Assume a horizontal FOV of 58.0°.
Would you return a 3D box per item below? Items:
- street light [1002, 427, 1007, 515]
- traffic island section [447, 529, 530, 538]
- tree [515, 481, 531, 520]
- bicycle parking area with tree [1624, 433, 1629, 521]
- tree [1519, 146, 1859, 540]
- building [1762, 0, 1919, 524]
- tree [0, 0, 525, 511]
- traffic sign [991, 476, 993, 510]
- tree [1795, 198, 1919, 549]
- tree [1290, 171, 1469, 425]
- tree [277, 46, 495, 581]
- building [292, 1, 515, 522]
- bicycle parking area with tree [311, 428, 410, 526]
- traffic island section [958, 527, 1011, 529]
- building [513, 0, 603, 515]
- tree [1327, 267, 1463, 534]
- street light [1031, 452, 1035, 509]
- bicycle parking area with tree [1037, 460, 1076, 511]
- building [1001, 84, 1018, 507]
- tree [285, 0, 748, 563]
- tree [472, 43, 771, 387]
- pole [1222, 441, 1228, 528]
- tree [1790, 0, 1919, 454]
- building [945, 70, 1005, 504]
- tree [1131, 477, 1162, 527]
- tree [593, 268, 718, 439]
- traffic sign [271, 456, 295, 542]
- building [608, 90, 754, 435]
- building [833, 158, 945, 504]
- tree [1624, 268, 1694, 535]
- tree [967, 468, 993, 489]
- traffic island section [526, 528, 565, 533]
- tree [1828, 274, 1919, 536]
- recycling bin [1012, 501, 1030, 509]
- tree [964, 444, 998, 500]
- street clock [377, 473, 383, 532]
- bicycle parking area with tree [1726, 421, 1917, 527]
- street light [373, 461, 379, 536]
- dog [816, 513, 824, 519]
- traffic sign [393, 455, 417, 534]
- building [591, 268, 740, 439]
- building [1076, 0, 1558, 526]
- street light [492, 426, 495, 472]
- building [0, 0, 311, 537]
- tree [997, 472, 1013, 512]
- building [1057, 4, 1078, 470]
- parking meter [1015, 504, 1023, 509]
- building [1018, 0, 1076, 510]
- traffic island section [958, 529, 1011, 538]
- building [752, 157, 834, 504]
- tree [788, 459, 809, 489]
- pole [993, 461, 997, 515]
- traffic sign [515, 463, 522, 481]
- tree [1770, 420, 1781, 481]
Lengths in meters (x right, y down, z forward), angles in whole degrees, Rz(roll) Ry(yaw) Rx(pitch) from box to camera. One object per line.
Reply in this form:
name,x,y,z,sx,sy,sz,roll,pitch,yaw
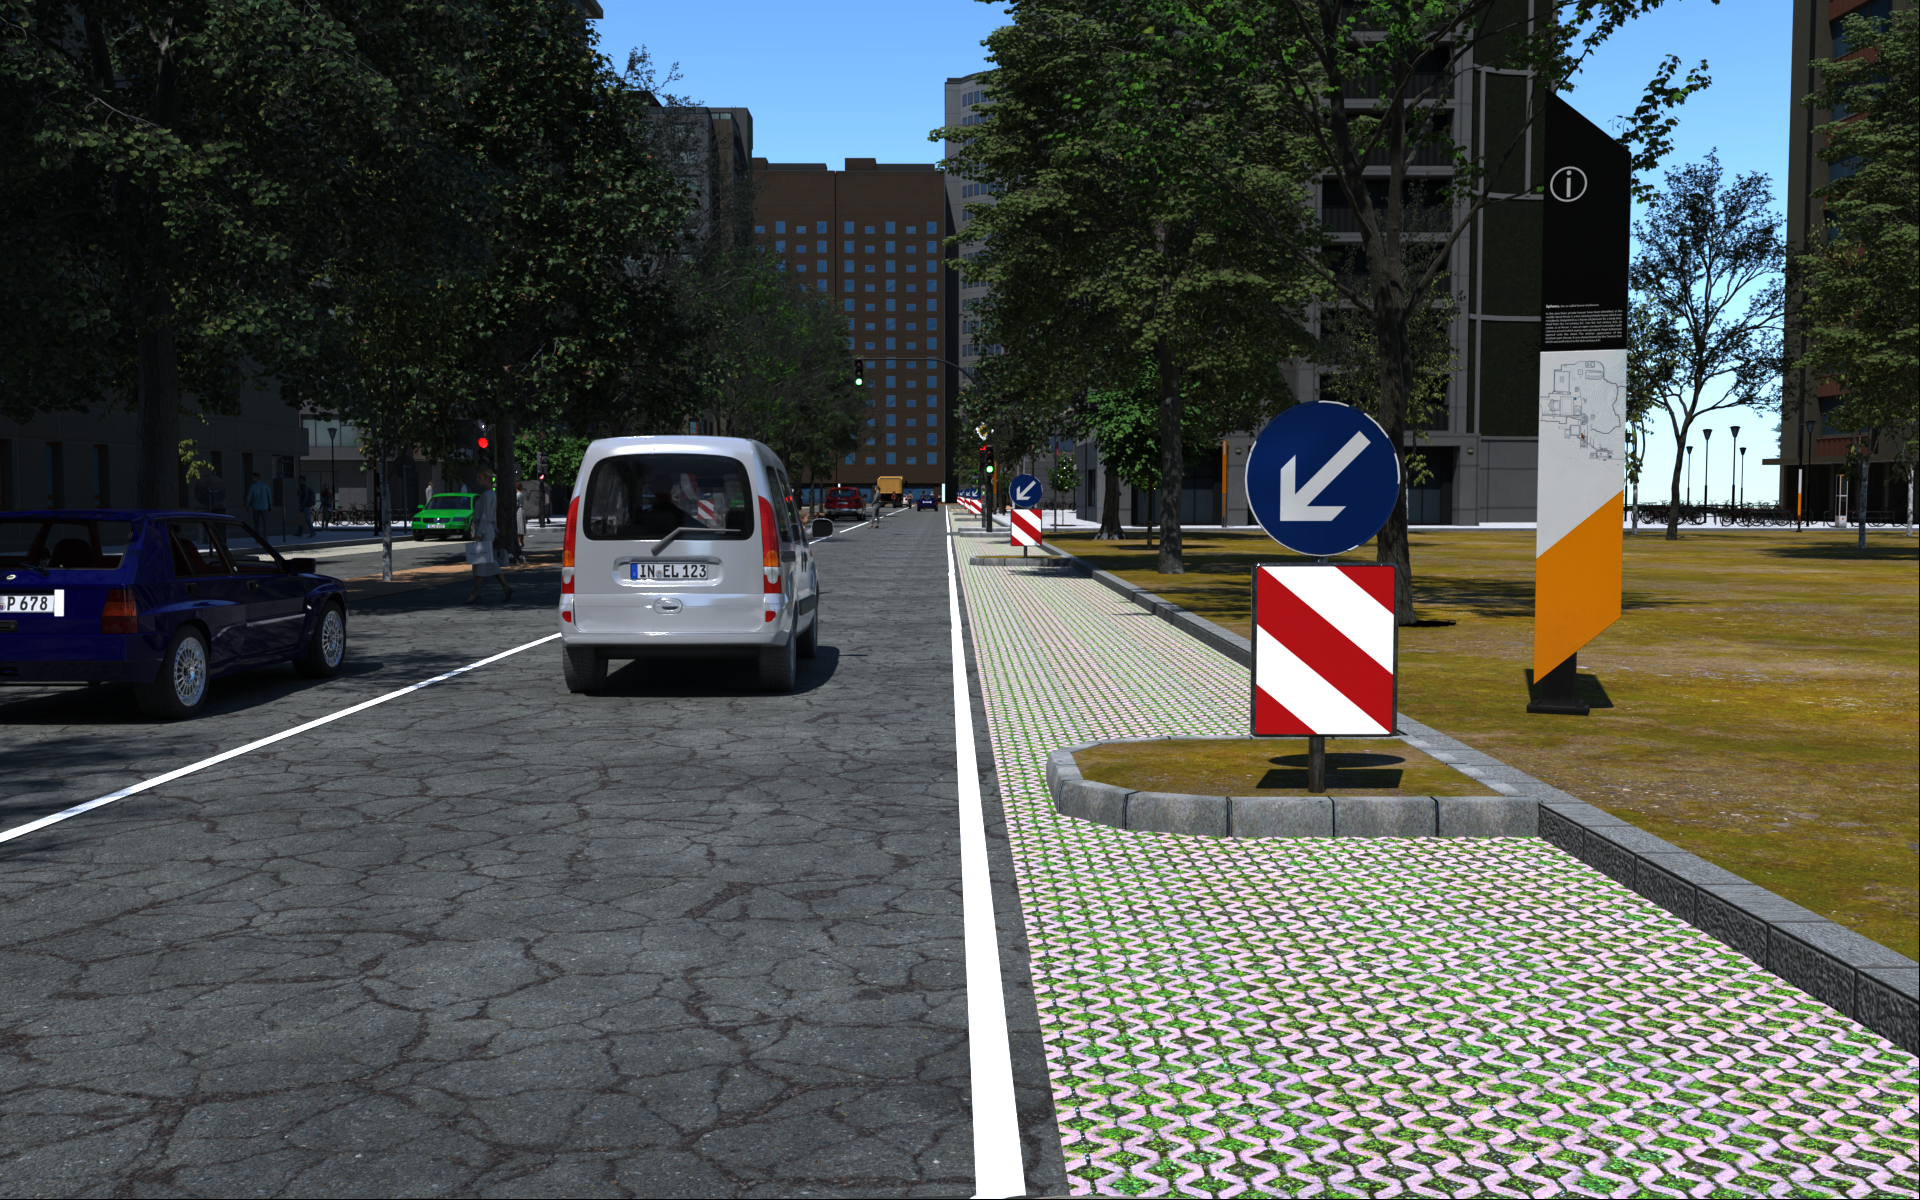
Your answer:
street light,2.648,-8.054,104.462,0.468,5.910,1.993,0,4,0
traffic island section,-15.845,-2.182,57.948,2.009,0.180,2.903,0,4,0
tree,-21.801,-5.578,85.803,1.663,3.219,1.824,0,3,0
bicycle parking area with tree,31.946,-5.616,78.831,9.016,4.147,8.231,0,4,-5
tree,19.711,-6.911,47.404,8.767,10.594,7.601,0,4,2
building,53.812,-26.034,80.274,28.867,44.769,22.147,0,4,0
tree,-9.551,-6.798,20.254,9.857,13.997,8.962,0,3,0
traffic sign,2.394,-7.728,126.359,0.884,2.594,0.081,0,4,5
tree,21.506,-5.521,40.625,4.737,8.622,4.395,0,3,0
tree,9.864,-5.495,40.213,4.360,8.622,3.978,0,3,0
tree,-9.308,-4.586,27.802,4.737,8.622,4.395,0,3,0
building,-30.861,-24.579,85.458,14.154,41.232,14.086,0,4,0
bicycle parking area with tree,-27.691,-5.251,72.853,9.016,4.147,8.231,1,4,19
traffic island section,0.929,-2.678,66.069,2.009,0.180,2.903,0,4,0
building,-37.601,-25.721,112.422,32.217,40.220,23.993,0,4,0
tree,13.972,-6.384,54.734,4.737,8.622,4.395,0,3,0
street light,2.942,-5.932,69.772,0.468,5.910,1.993,0,4,0
bicycle parking area with tree,10.628,-9.145,136.530,8.231,4.147,9.016,-2,4,-32
building,15.767,-35.380,202.169,21.300,48.544,21.600,0,4,0
tree,-9.476,-7.122,35.911,9.611,12.733,9.660,0,3,0
tree,-9.347,-8.222,47.251,12.009,13.543,11.850,0,3,0
pole,10.122,-4.427,66.220,0.158,3.312,0.155,0,3,0
tree,19.586,-6.989,32.397,7.486,12.596,7.792,0,3,0
building,12.026,-42.513,237.087,28.212,58.520,21.231,0,4,0
tree,7.383,-4.485,67.930,1.663,3.219,1.824,0,3,0
tree,-9.659,-6.290,55.667,4.360,8.622,3.978,0,3,0
traffic sign,-18.005,-2.689,46.089,0.606,2.300,0.079,0,4,1
building,-28.934,-30.238,177.983,14.154,41.232,14.086,0,4,0
building,-9.149,-35.695,233.718,14.200,45.320,14.600,0,4,0
tree,20.935,-6.346,54.124,4.737,8.622,4.395,0,3,0
tree,2.338,-12.634,190.277,4.285,4.588,4.351,0,3,0
traffic island section,-15.911,-2.670,65.933,2.009,0.180,2.903,0,4,0
tree,28.571,-6.239,52.364,4.360,8.622,3.978,0,3,0
recycling bin,3.068,-4.533,86.671,0.722,1.027,0.722,2,4,25
tree,2.284,-15.431,202.664,4.737,8.622,4.395,0,3,0
street clock,-19.549,-3.299,58.510,0.471,2.002,0.358,3,5,45
bicycle parking area with tree,33.141,-5.107,70.494,9.016,4.147,8.231,0,4,6
street light,-17.889,-4.900,52.909,0.468,5.910,1.993,0,4,0
dog,-7.918,-4.734,97.601,0.550,0.427,0.748,-1,4,-19
traffic sign,-17.983,-3.425,56.099,0.768,2.556,0.104,0,4,2
building,-35.254,-19.020,156.016,27.650,21.520,28.899,0,4,0
building,16.298,-39.113,77.750,20.611,71.187,20.563,0,4,0
street light,-17.913,-5.730,66.477,0.468,5.910,1.993,0,4,0
building,-35.342,-12.016,41.494,28.899,21.520,27.650,0,4,0
tree,3.494,-9.062,142.759,1.663,3.219,1.824,0,3,0
building,20.516,-31.990,112.281,28.713,52.752,27.495,0,4,0
parking meter,2.814,-4.705,82.644,0.255,1.863,0.399,-2,4,-31
building,15.671,-37.466,154.569,21.231,58.520,28.212,0,4,0
traffic island section,0.996,-2.190,58.084,2.009,0.180,2.903,0,4,0
building,-23.465,-35.676,233.418,14.200,45.320,14.600,0,4,0
tree,-19.417,-15.617,205.695,4.360,8.622,3.978,0,3,0
pole,2.178,-6.978,107.938,0.158,3.312,0.155,0,3,0
traffic sign,-18.028,-4.268,69.883,0.768,2.556,0.104,0,4,6
tree,57.018,-8.911,108.594,11.467,7.101,20.602,0,4,-3
